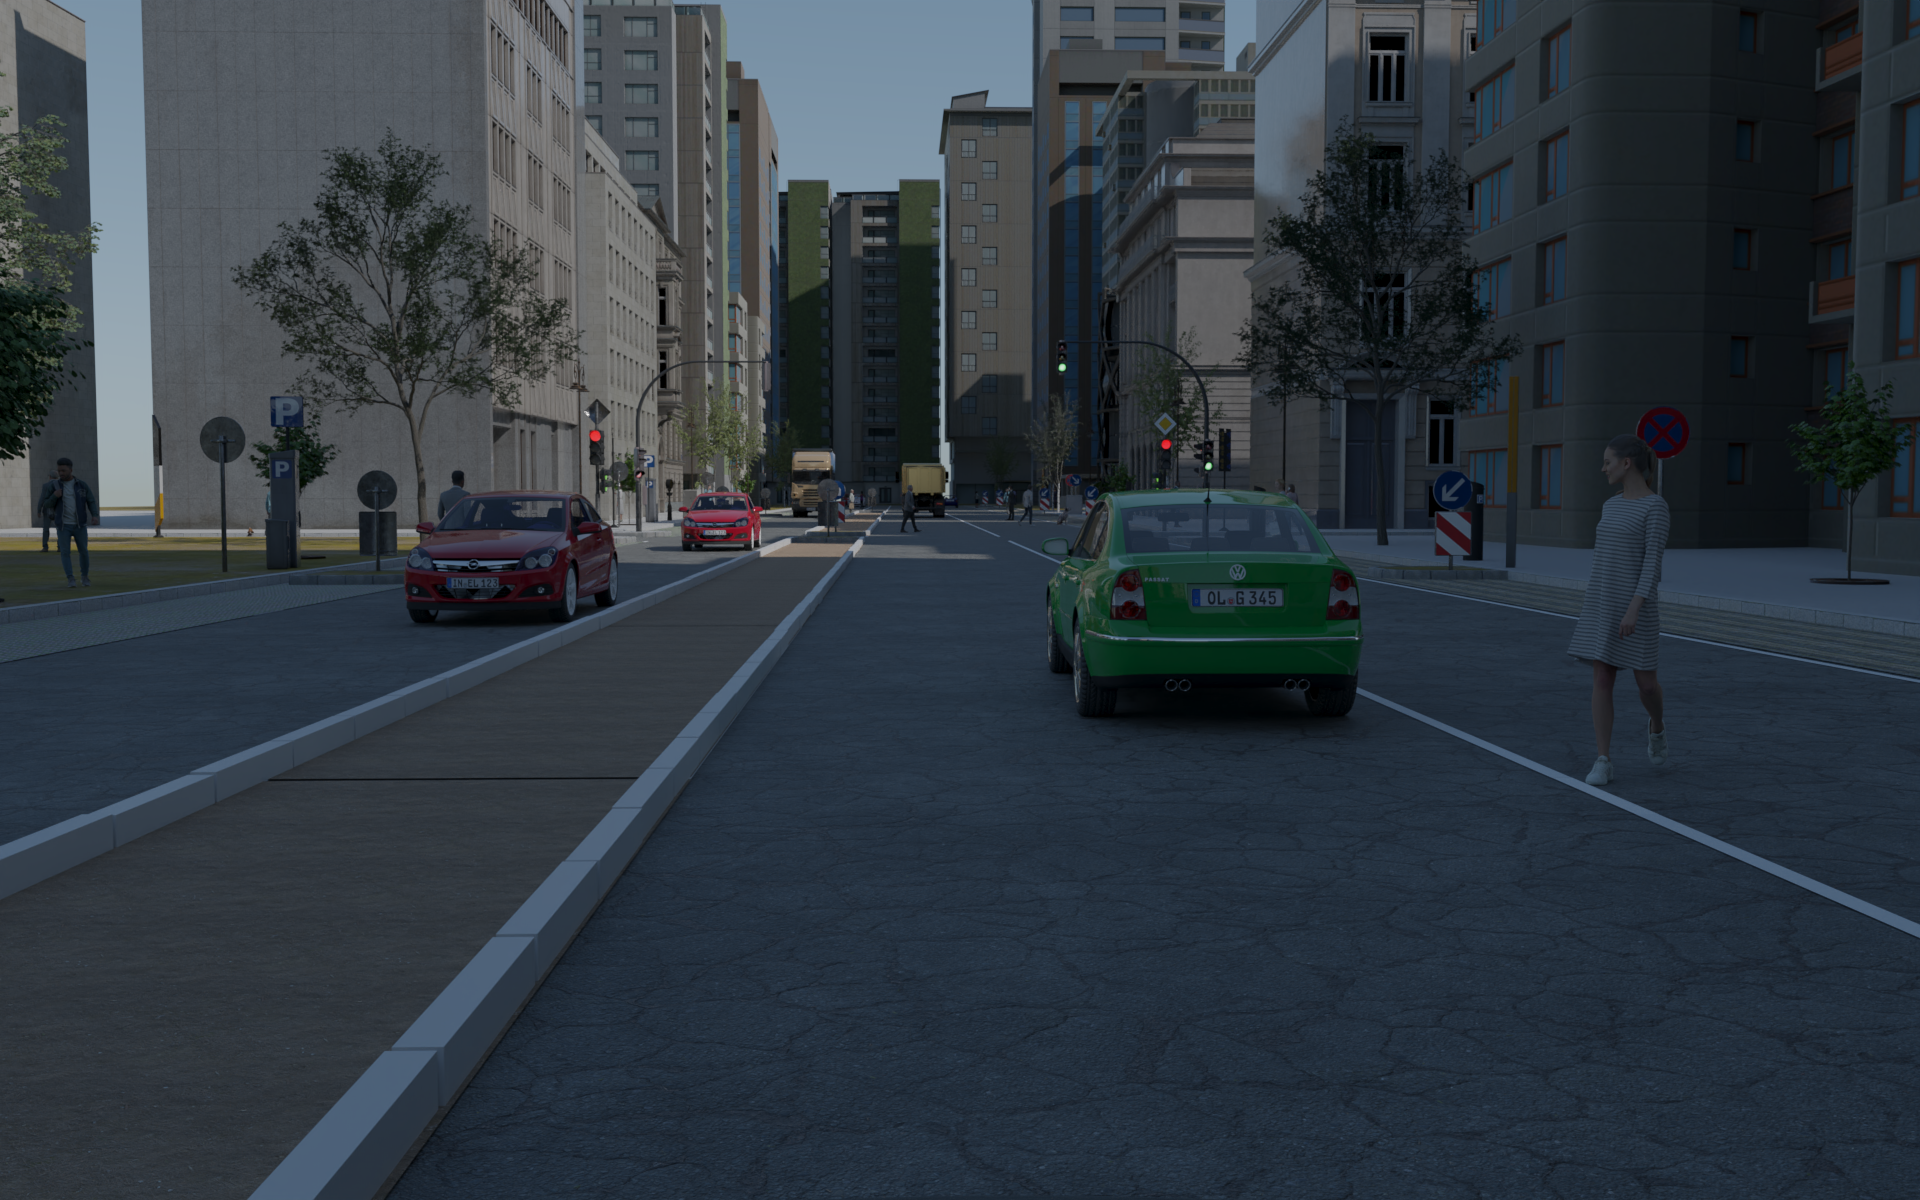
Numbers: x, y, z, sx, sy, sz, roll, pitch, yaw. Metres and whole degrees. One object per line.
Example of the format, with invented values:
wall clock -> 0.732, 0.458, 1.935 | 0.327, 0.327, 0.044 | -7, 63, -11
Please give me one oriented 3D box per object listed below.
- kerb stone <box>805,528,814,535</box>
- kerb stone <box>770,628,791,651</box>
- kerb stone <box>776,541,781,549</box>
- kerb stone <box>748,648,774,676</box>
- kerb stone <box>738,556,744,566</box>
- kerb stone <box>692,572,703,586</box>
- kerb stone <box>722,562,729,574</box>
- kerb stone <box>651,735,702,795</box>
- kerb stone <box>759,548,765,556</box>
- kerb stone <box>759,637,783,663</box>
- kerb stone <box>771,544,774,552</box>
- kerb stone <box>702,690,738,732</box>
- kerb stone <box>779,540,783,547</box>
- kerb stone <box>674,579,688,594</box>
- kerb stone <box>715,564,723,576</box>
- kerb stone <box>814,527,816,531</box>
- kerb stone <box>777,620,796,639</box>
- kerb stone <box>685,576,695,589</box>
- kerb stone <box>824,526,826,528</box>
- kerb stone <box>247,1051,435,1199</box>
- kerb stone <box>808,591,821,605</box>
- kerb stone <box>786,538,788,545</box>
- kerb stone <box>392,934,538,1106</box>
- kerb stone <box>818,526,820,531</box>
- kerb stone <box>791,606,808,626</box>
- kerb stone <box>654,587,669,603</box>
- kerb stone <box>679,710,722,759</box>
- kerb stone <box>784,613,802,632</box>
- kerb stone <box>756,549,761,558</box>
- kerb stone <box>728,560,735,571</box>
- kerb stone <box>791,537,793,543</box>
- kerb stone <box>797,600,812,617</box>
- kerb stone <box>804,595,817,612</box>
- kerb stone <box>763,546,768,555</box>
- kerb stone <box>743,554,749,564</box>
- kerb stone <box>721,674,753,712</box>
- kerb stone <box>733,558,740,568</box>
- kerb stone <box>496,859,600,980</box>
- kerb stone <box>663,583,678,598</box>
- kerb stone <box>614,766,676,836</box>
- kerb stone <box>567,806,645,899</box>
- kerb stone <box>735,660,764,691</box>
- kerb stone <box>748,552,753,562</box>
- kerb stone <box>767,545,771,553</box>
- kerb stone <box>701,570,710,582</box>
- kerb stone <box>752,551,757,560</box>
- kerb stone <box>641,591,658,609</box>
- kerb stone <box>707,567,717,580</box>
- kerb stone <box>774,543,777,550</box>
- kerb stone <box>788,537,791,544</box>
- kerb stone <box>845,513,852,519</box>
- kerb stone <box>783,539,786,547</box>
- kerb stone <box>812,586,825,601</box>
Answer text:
kerb stone -> -5.343, -2.393, 61.328 | 0.120, 0.150, 1.000 | 0, 4, -2
kerb stone -> -1.661, 0.391, 15.805 | 0.120, 0.150, 1.000 | 0, 4, -2
kerb stone -> -4.755, -1.355, 44.347 | 0.120, 0.150, 1.000 | 0, 4, -2
kerb stone -> -1.594, 0.517, 13.746 | 0.120, 0.150, 1.000 | 0, 4, -2
kerb stone -> -4.405, -0.729, 34.118 | 0.120, 0.150, 1.000 | 0, 4, -2
kerb stone -> -4.155, -0.291, 26.951 | 0.120, 0.150, 1.000 | 0, 4, -2
kerb stone -> -4.294, -0.541, 31.049 | 0.120, 0.150, 1.000 | 0, 4, -2
kerb stone -> -1.417, 0.830, 8.621 | 0.120, 0.150, 1.000 | 0, 4, -2
kerb stone -> -4.577, -1.040, 39.234 | 0.120, 0.150, 1.000 | 0, 4, -2
kerb stone -> -1.628, 0.454, 14.767 | 0.120, 0.150, 1.000 | 0, 4, -2
kerb stone -> -4.691, -1.226, 42.299 | 0.120, 0.150, 1.000 | 0, 4, -2
kerb stone -> -1.490, 0.705, 10.676 | 0.120, 0.150, 1.000 | 0, 4, -2
kerb stone -> -4.791, -1.417, 45.368 | 0.120, 0.150, 1.000 | 0, 4, -2
kerb stone -> -4.077, -0.166, 24.903 | 0.120, 0.150, 1.000 | 0, 4, -2
kerb stone -> -4.260, -0.478, 30.018 | 0.120, 0.150, 1.000 | 0, 4, -2
kerb stone -> -5.377, -2.456, 62.352 | 0.120, 0.150, 1.000 | 0, 4, -2
kerb stone -> -1.708, 0.328, 16.826 | 0.120, 0.150, 1.000 | 0, 4, -2
kerb stone -> -4.121, -0.221, 25.928 | 0.120, 0.150, 1.000 | 0, 4, -2
kerb stone -> -5.659, -2.958, 70.556 | 0.120, 0.150, 1.000 | 0, 4, -2
kerb stone -> -1.248, 1.145, 3.498 | 0.120, 0.150, 1.000 | 0, 4, -2
kerb stone -> -1.881, 0.017, 21.959 | 0.120, 0.150, 1.000 | 0, 4, -2
kerb stone -> -4.861, -1.542, 47.410 | 0.120, 0.150, 1.000 | 0, 4, -2
kerb stone -> -1.275, 1.081, 4.520 | 0.120, 0.150, 1.000 | 0, 4, -2
kerb stone -> -5.481, -2.644, 65.425 | 0.120, 0.150, 1.000 | 0, 4, -2
kerb stone -> -1.772, 0.203, 18.880 | 0.120, 0.150, 1.000 | 0, 4, -2
kerb stone -> -4.005, -0.041, 22.860 | 0.120, 0.150, 1.000 | 0, 4, -2
kerb stone -> -1.455, 0.767, 9.655 | 0.120, 0.150, 1.000 | 0, 4, -2
kerb stone -> -1.745, 0.265, 17.855 | 0.120, 0.150, 1.000 | 0, 4, -2
kerb stone -> -4.549, -0.975, 38.204 | 0.120, 0.150, 1.000 | 0, 4, -2
kerb stone -> -4.331, -0.604, 32.076 | 0.120, 0.150, 1.000 | 0, 4, -2
kerb stone -> -4.931, -1.667, 49.461 | 0.120, 0.150, 1.000 | 0, 4, -2
kerb stone -> -1.813, 0.140, 19.910 | 0.120, 0.150, 1.000 | 0, 4, -2
kerb stone -> -1.838, 0.077, 20.932 | 0.120, 0.150, 1.000 | 0, 4, -2
kerb stone -> -4.615, -1.103, 40.255 | 0.120, 0.150, 1.000 | 0, 4, -2
kerb stone -> -4.439, -0.792, 35.139 | 0.120, 0.150, 1.000 | 0, 4, -2
kerb stone -> -1.521, 0.644, 11.698 | 0.120, 0.150, 1.000 | 0, 4, -2
kerb stone -> -4.365, -0.662, 33.097 | 0.120, 0.150, 1.000 | 0, 4, -2
kerb stone -> -1.310, 1.018, 5.552 | 0.120, 0.150, 1.000 | 0, 4, -2
kerb stone -> -4.050, -0.103, 23.881 | 0.120, 0.150, 1.000 | 0, 4, -2
kerb stone -> -1.383, 0.893, 7.598 | 0.120, 0.150, 1.000 | 0, 4, -2
kerb stone -> -1.341, 0.957, 6.574 | 0.120, 0.150, 1.000 | 0, 4, -2
kerb stone -> -1.560, 0.581, 12.719 | 0.120, 0.150, 1.000 | 0, 4, -2
kerb stone -> -4.471, -0.854, 36.161 | 0.120, 0.150, 1.000 | 0, 4, -2
kerb stone -> -4.655, -1.167, 41.276 | 0.120, 0.150, 1.000 | 0, 4, -2
kerb stone -> -4.200, -0.352, 27.972 | 0.120, 0.150, 1.000 | 0, 4, -2
kerb stone -> -4.508, -0.916, 37.183 | 0.120, 0.150, 1.000 | 0, 4, -2
kerb stone -> -3.976, 0.023, 21.828 | 0.120, 0.150, 1.000 | 0, 4, -2
kerb stone -> -4.218, -0.416, 28.997 | 0.120, 0.150, 1.000 | 0, 4, -2
kerb stone -> -4.727, -1.292, 43.322 | 0.120, 0.150, 1.000 | 0, 4, -2
kerb stone -> -4.900, -1.605, 48.432 | 0.120, 0.150, 1.000 | 0, 4, -2
kerb stone -> -6.987, -5.274, 108.450 | 0.120, 0.150, 1.000 | 0, 4, -2
kerb stone -> -4.835, -1.480, 46.389 | 0.120, 0.150, 1.000 | 0, 4, -2
kerb stone -> -1.906, -0.047, 22.988 | 0.120, 0.150, 1.000 | 0, 4, -2
